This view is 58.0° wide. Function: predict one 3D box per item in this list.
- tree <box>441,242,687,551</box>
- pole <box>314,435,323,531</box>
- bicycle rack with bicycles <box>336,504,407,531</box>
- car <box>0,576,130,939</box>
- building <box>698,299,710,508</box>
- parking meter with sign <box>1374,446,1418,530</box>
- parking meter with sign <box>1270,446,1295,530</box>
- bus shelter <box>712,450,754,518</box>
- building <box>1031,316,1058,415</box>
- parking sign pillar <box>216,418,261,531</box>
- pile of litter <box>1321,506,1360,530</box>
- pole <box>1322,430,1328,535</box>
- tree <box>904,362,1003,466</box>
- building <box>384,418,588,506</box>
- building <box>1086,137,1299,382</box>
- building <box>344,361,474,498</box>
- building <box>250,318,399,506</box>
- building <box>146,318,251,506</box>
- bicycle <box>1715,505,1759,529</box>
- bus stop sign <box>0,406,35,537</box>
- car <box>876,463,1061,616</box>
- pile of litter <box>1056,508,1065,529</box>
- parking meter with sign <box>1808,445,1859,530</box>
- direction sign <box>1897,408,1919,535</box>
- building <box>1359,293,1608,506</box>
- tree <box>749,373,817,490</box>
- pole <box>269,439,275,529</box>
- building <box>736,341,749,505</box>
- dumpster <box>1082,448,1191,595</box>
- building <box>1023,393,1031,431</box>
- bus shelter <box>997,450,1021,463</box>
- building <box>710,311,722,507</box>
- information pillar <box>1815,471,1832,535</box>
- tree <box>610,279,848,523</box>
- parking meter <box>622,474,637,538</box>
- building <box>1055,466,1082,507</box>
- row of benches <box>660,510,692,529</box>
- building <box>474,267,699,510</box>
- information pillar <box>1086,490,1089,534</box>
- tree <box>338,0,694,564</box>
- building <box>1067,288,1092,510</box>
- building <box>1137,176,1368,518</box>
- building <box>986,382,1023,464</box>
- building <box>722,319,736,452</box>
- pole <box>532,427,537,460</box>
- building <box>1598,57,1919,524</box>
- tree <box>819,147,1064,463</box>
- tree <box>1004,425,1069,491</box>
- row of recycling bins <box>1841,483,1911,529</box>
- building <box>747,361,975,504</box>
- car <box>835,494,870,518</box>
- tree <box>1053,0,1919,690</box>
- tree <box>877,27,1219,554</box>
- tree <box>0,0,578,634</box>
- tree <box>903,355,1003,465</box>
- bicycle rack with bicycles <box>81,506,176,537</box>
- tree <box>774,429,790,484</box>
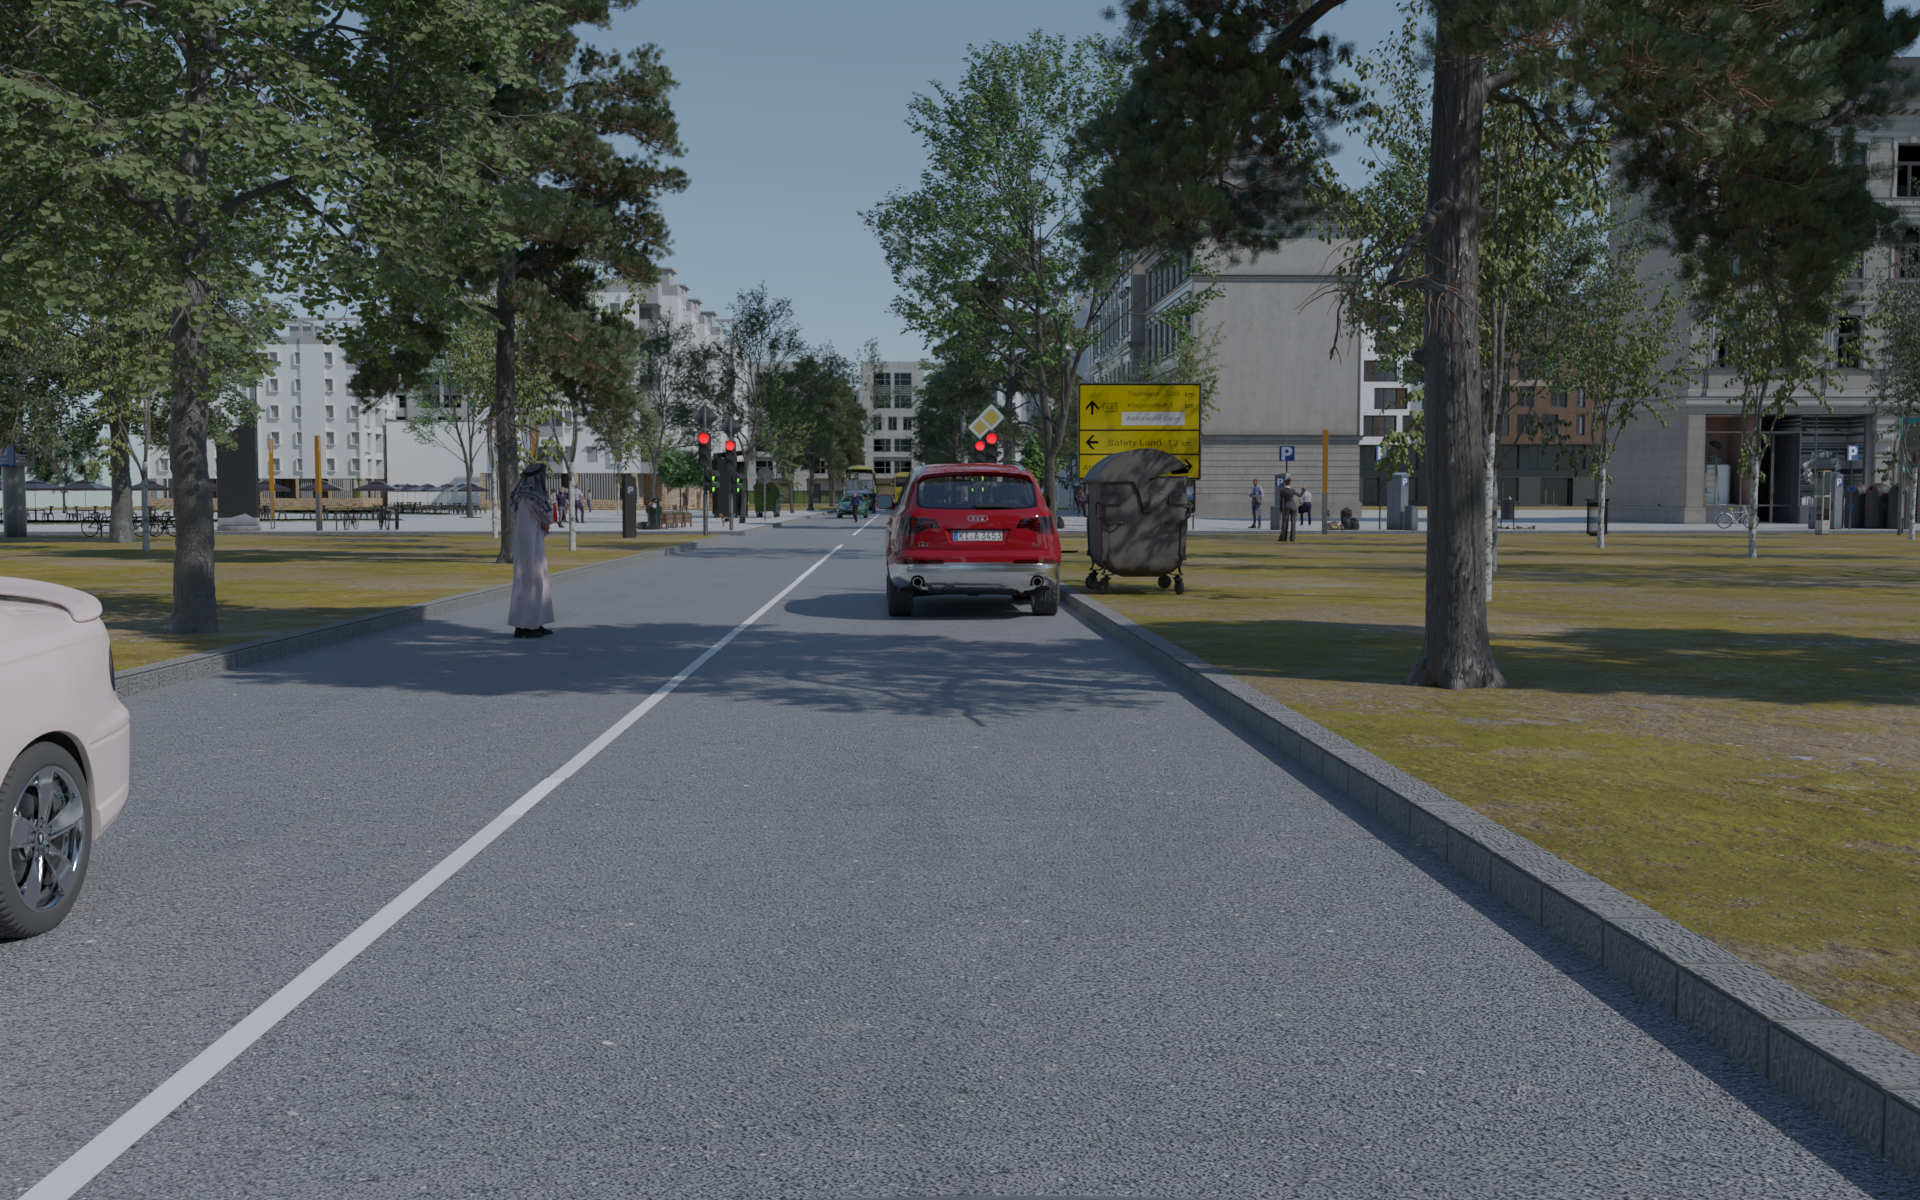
[{"bbox_3d":[-9.051,-5.428,39.112,4.737,8.622,4.395,0,3,0],"label":"tree"},{"bbox_3d":[-22.351,-4.067,60.333,0.158,3.312,0.155,0,3,0],"label":"pole"},{"bbox_3d":[-21.052,-2.968,61.904,2.852,0.926,2.925,-1,4,-9],"label":"bicycle rack with bicycles"},{"bbox_3d":[-3.870,0.494,4.293,2.083,1.381,4.827,0,4,-1],"label":"car"},{"bbox_3d":[-31.174,-18.198,153.956,16.016,20.091,11.380,0,4,-2],"label":"building"},{"bbox_3d":[15.608,-4.007,61.780,0.543,3.016,1.738,-2,4,-33],"label":"parking meter with sign"},{"bbox_3d":[11.548,-4.034,62.215,0.543,3.016,1.738,1,4,23],"label":"parking meter with sign"},{"bbox_3d":[-12.479,-6.375,95.513,1.731,3.624,6.357,0,4,-2],"label":"bus shelter"},{"bbox_3d":[16.329,-20.132,185.578,16.016,20.091,11.380,0,4,-2],"label":"building"},{"bbox_3d":[-25.198,-4.400,60.411,1.447,3.967,1.447,-1,4,-10],"label":"parking sign pillar"},{"bbox_3d":[13.550,-2.924,61.779,1.719,0.858,1.176,-2,4,-25],"label":"pile of litter"},{"bbox_3d":[11.552,-3.729,54.814,0.158,3.312,0.155,0,3,0],"label":"pole"},{"bbox_3d":[-0.194,-10.939,113.259,7.601,10.594,8.767,0,4,2],"label":"tree"},{"bbox_3d":[-49.551,-15.536,196.159,28.070,9.664,9.099,0,4,-2],"label":"building"},{"bbox_3d":[16.365,-19.992,124.134,12.463,27.353,25.104,0,4,-2],"label":"building"},{"bbox_3d":[-73.246,-22.736,238.194,31.486,18.905,16.747,0,4,-2],"label":"building"},{"bbox_3d":[-69.482,-20.525,192.005,11.380,20.091,16.016,0,4,-2],"label":"building"},{"bbox_3d":[-81.274,-20.510,191.764,11.380,20.091,16.016,0,4,-2],"label":"building"},{"bbox_3d":[28.731,-3.110,64.062,1.543,0.972,0.635,1,4,16],"label":"bicycle"},{"bbox_3d":[-28.210,-3.829,51.614,0.837,3.901,0.837,1,4,13],"label":"bus stop sign"},{"bbox_3d":[0.077,-0.811,21.928,2.281,1.827,5.304,0,4,-3],"label":"car"},{"bbox_3d":[3.181,-3.064,64.066,1.719,0.858,1.176,-2,4,-35],"label":"pile of litter"},{"bbox_3d":[31.682,-4.080,62.965,0.543,3.016,1.738,-1,4,-22],"label":"parking meter with sign"},{"bbox_3d":[29.839,-3.975,53.754,1.411,3.948,2.525,2,4,33],"label":"direction sign"},{"bbox_3d":[55.353,-21.170,190.099,32.646,21.610,27.936,0,4,-2],"label":"building"},{"bbox_3d":[-11.027,-9.450,104.869,4.737,8.622,4.395,0,3,0],"label":"tree"},{"bbox_3d":[-25.450,-4.294,64.044,0.158,3.312,0.155,0,3,0],"label":"pole"},{"bbox_3d":[-29.730,-20.599,193.214,11.380,20.091,16.016,0,4,-2],"label":"building"},{"bbox_3d":[2.311,-1.037,22.718,1.264,1.857,1.865,0,4,-2],"label":"dumpster"},{"bbox_3d":[15.815,-20.826,196.925,16.016,20.091,11.380,0,4,-2],"label":"building"},{"bbox_3d":[2.895,-5.297,80.524,2.014,3.302,5.546,0,4,-2],"label":"bus shelter"},{"bbox_3d":[-31.706,-18.892,165.303,16.016,20.091,11.380,0,4,-2],"label":"building"},{"bbox_3d":[27.080,-3.048,54.328,0.304,2.012,0.304,-1,4,-14],"label":"information pillar"},{"bbox_3d":[-9.375,-8.635,75.597,8.767,10.594,7.601,-3,5,-40],"label":"tree"},{"bbox_3d":[-9.636,-2.741,50.528,0.399,1.863,0.255,-2,4,-30],"label":"parking meter"},{"bbox_3d":[13.843,-13.688,165.944,9.099,9.664,28.070,0,4,-2],"label":"building"},{"bbox_3d":[-10.932,-3.065,65.574,1.422,0.672,4.104,0,4,5],"label":"row of benches"},{"bbox_3d":[-30.444,-17.480,142.213,16.016,20.091,11.380,0,4,-2],"label":"building"},{"bbox_3d":[4.169,-3.060,54.529,0.304,2.012,0.304,1,4,21],"label":"information pillar"},{"bbox_3d":[-8.391,-6.715,31.847,6.751,12.117,7.091,0,3,0],"label":"tree"},{"bbox_3d":[17.578,-17.679,145.473,16.016,20.091,11.380,0,4,-2],"label":"building"},{"bbox_3d":[16.784,-14.532,102.233,10.561,19.102,19.286,0,4,-2],"label":"building"},{"bbox_3d":[8.077,-23.442,239.699,11.380,20.091,16.016,0,4,-2],"label":"building"},{"bbox_3d":[-31.808,-19.587,176.667,16.016,20.091,11.380,0,4,-2],"label":"building"},{"bbox_3d":[-12.896,-3.590,52.538,0.158,3.312,0.155,0,3,0],"label":"pole"},{"bbox_3d":[32.058,-13.863,77.566,40.483,20.767,10.553,0,4,-2],"label":"building"},{"bbox_3d":[1.154,-14.514,93.200,12.611,20.169,13.585,0,3,0],"label":"tree"},{"bbox_3d":[1.956,-3.295,48.470,1.663,3.219,1.824,0,3,0],"label":"tree"},{"bbox_3d":[33.706,-3.504,64.405,1.069,1.692,3.534,-2,4,-28],"label":"row of recycling bins"},{"bbox_3d":[-13.496,-22.805,239.322,31.486,18.905,16.747,0,4,-2],"label":"building"},{"bbox_3d":[-6.458,-5.661,104.352,2.131,1.459,4.920,0,4,-2],"label":"car"},{"bbox_3d":[3.302,-5.463,11.374,6.751,12.117,7.091,0,3,0],"label":"tree"},{"bbox_3d":[2.100,-6.848,37.715,9.928,11.665,9.643,0,3,0],"label":"tree"},{"bbox_3d":[-7.017,-5.993,16.105,7.486,12.596,7.792,0,3,0],"label":"tree"},{"bbox_3d":[-0.310,-12.756,126.684,7.486,12.596,7.792,0,3,0],"label":"tree"},{"bbox_3d":[-24.396,-2.364,52.035,2.925,0.926,2.852,1,4,19],"label":"bicycle rack with bicycles"},{"bbox_3d":[-11.537,-12.973,134.168,6.751,12.117,7.091,0,3,0],"label":"tree"}]
